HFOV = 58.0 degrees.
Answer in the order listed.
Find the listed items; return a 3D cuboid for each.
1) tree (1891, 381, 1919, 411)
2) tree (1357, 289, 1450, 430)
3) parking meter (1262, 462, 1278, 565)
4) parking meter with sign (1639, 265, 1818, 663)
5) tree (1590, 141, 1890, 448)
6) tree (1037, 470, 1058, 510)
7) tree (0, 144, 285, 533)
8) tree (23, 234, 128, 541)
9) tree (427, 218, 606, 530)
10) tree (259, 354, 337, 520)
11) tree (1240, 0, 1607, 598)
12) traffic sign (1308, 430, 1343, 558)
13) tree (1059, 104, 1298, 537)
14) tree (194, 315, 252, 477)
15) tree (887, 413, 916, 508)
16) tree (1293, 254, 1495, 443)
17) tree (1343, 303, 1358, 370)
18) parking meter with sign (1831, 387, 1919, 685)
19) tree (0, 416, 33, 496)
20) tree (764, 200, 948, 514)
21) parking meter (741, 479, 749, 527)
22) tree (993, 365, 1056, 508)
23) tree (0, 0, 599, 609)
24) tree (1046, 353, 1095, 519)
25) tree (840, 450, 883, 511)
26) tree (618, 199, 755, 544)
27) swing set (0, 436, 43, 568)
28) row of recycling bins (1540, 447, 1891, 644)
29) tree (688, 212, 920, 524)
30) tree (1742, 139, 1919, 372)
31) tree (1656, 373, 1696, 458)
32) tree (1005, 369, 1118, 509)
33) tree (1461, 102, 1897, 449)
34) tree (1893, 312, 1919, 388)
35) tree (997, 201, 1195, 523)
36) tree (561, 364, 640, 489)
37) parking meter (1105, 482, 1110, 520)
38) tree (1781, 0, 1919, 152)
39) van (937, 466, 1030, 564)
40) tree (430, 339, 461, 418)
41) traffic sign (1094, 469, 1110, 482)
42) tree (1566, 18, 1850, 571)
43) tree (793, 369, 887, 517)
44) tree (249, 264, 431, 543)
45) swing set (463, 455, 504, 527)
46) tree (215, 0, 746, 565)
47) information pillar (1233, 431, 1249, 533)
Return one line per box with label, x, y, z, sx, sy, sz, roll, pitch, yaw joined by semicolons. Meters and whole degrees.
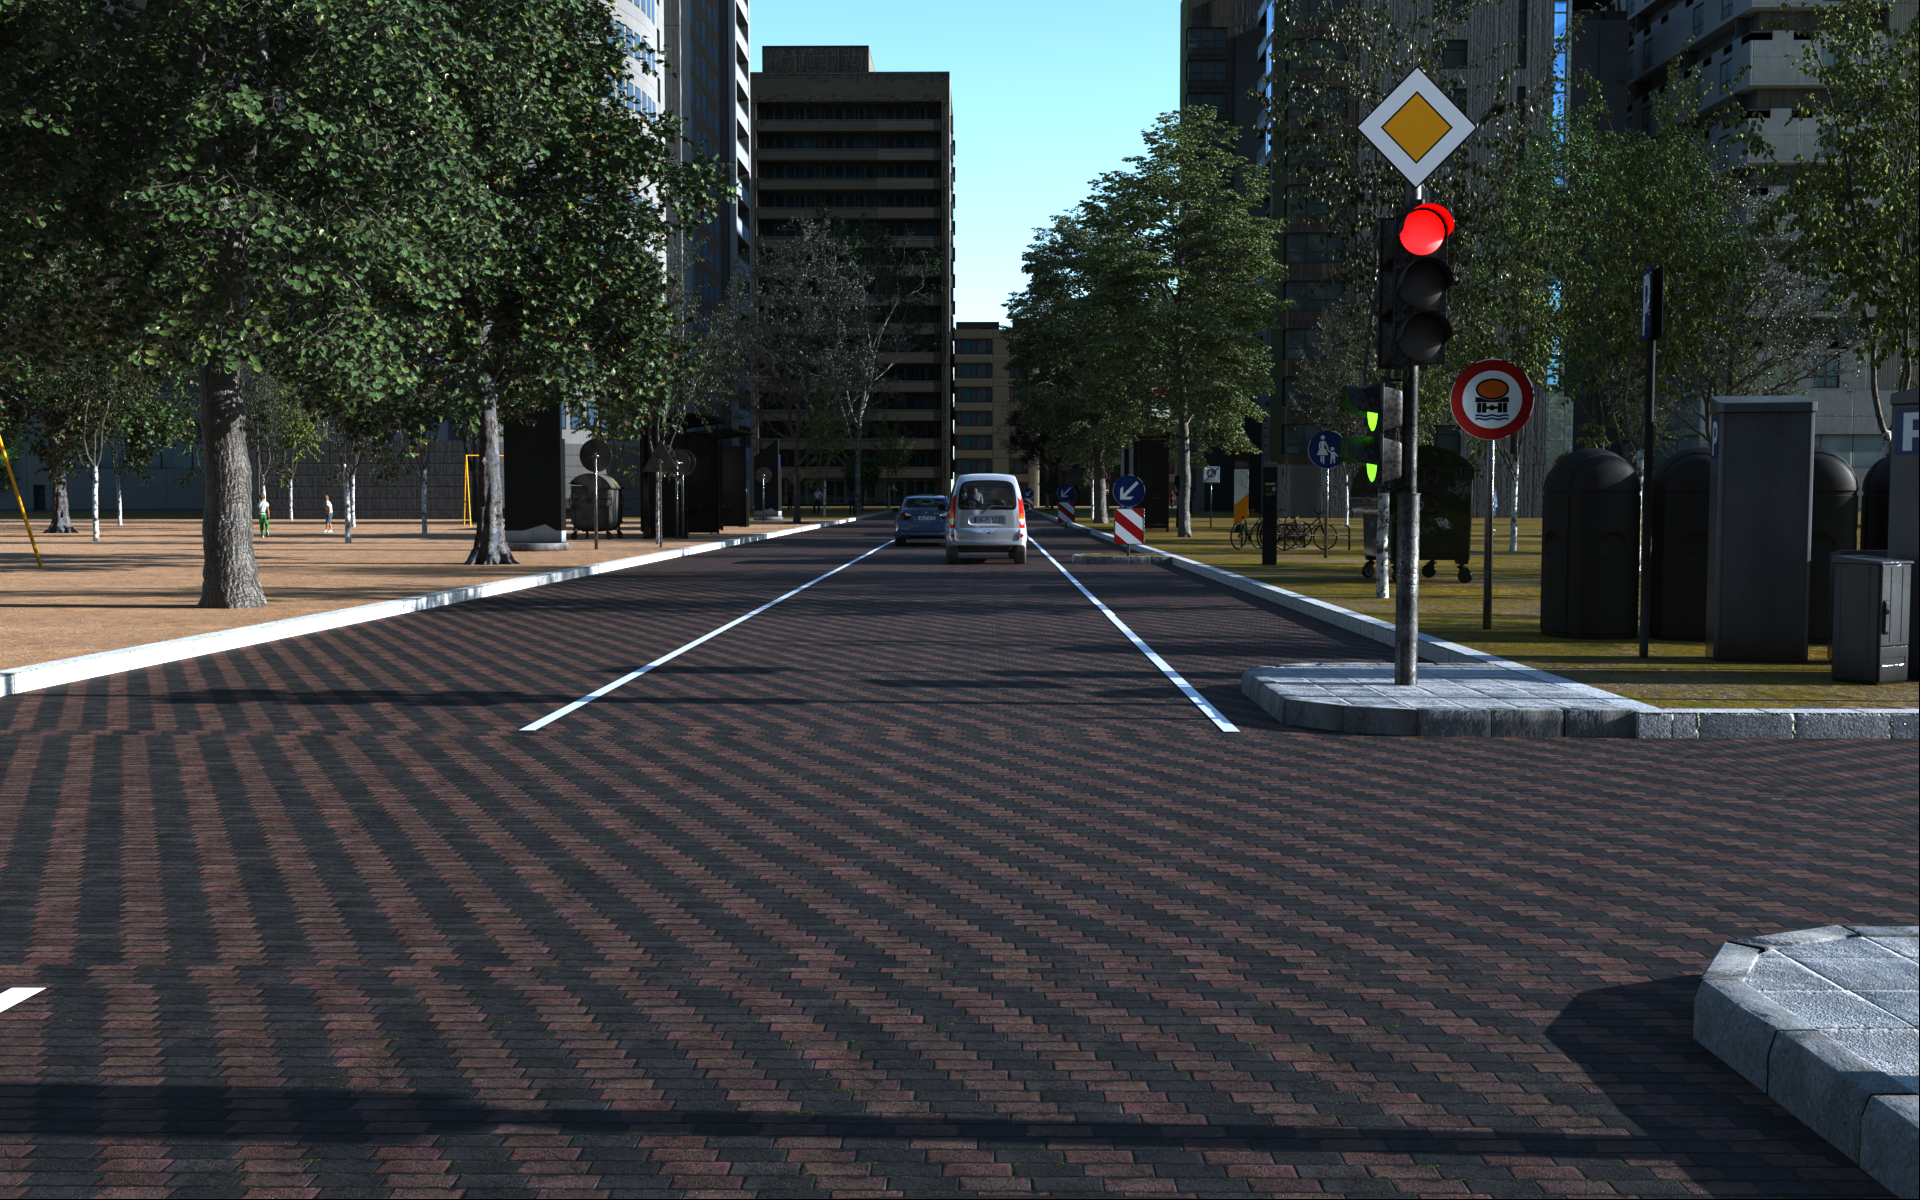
tree;47.686;-6.344;66.639;20.602;7.101;11.467;1;4;15
tree;12.233;-5.401;38.676;4.737;8.622;4.395;0;3;0
parking meter;5.618;-1.571;31.400;0.255;1.863;0.399;1;4;9
parking meter with sign;6.154;-1.040;13.268;1.738;3.016;0.543;1;4;14
tree;26.907;-9.218;61.085;12.009;13.543;11.850;0;3;0
tree;7.324;-8.941;140.792;1.663;3.219;1.824;0;3;0
tree;-29.639;-8.555;56.878;9.611;12.733;9.660;0;3;0
tree;-23.597;-5.920;47.152;4.360;8.622;3.978;0;3;0
tree;-15.722;-8.311;61.640;9.928;11.665;9.643;0;3;0
tree;-32.655;-8.224;84.817;4.737;8.622;4.395;0;3;0
tree;5.450;-4.331;21.180;4.360;8.622;3.978;0;3;0
traffic sign;7.341;-2.115;34.681;0.768;2.556;0.104;0;4;7
tree;6.390;-8.135;51.131;7.486;12.596;7.792;0;3;0
tree;-28.575;-7.358;70.667;4.360;8.622;3.978;0;3;0
tree;-6.116;-12.514;154.968;4.737;8.622;4.395;0;3;0
tree;20.509;-10.340;79.428;12.009;13.543;11.850;0;3;0
tree;14.740;-6.515;56.885;4.737;8.622;4.395;0;3;0
parking meter with sign;6.820;-0.965;12.038;1.738;3.016;0.543;-2;4;-29
tree;-49.559;-6.821;74.433;20.602;7.101;11.467;0;4;-7
tree;-6.732;-15.607;111.062;12.611;20.169;13.585;0;3;0
parking meter;-8.538;-3.834;68.404;0.399;1.863;0.255;-2;4;-24
tree;8.101;-15.399;162.140;12.009;13.543;11.850;0;3;0
tree;-8.263;-6.883;19.193;9.857;13.997;8.962;0;3;0
tree;6.441;-8.367;87.160;4.360;8.622;3.978;0;3;0
tree;-7.371;-8.924;129.628;4.285;4.588;4.351;0;3;0
tree;-7.516;-5.749;44.355;4.360;8.622;3.978;0;3;0
swing set;-17.642;-1.908;28.811;3.119;2.851;2.862;0;4;5
row of recycling bins;7.012;-0.501;15.301;3.534;1.692;1.069;1;4;12
tree;-6.944;-10.056;74.778;12.009;13.543;11.850;0;3;0
tree;27.647;-7.282;44.812;9.928;11.665;9.643;0;3;0
tree;32.091;-8.009;81.307;4.360;8.622;3.978;0;3;0
tree;7.783;-11.848;128.127;8.767;10.594;7.601;-1;4;-13
tree;17.227;-7.403;46.801;9.928;11.665;9.643;0;3;0
tree;30.448;-6.195;51.644;4.360;8.622;3.978;0;3;0
tree;6.213;-10.329;75.531;9.857;13.997;8.962;0;3;0
tree;-15.002;-7.563;74.017;4.737;8.622;4.395;0;3;0
parking meter;7.001;-4.758;83.498;0.255;1.863;0.399;-2;4;-34
tree;11.437;-4.323;21.036;4.737;8.622;4.395;0;3;0
van;0.520;-1.833;36.984;2.013;2.044;4.112;0;4;-1
tree;-16.192;-6.197;51.686;4.360;8.622;3.978;0;3;0
traffic sign;6.938;-5.174;84.697;0.768;2.556;0.104;0;4;4
tree;11.485;-4.809;28.988;4.737;8.622;4.395;0;3;0
tree;-7.405;-8.906;95.974;4.737;8.622;4.395;0;3;0
tree;-15.855;-5.766;44.642;4.360;8.622;3.978;0;3;0
swing set;-18.216;-4.397;69.513;3.119;2.851;2.862;-1;4;-21
tree;-8.709;-7.009;31.599;9.611;12.733;9.660;0;3;0
information pillar;9.307;-4.037;57.358;0.504;3.616;0.183;1;4;14
